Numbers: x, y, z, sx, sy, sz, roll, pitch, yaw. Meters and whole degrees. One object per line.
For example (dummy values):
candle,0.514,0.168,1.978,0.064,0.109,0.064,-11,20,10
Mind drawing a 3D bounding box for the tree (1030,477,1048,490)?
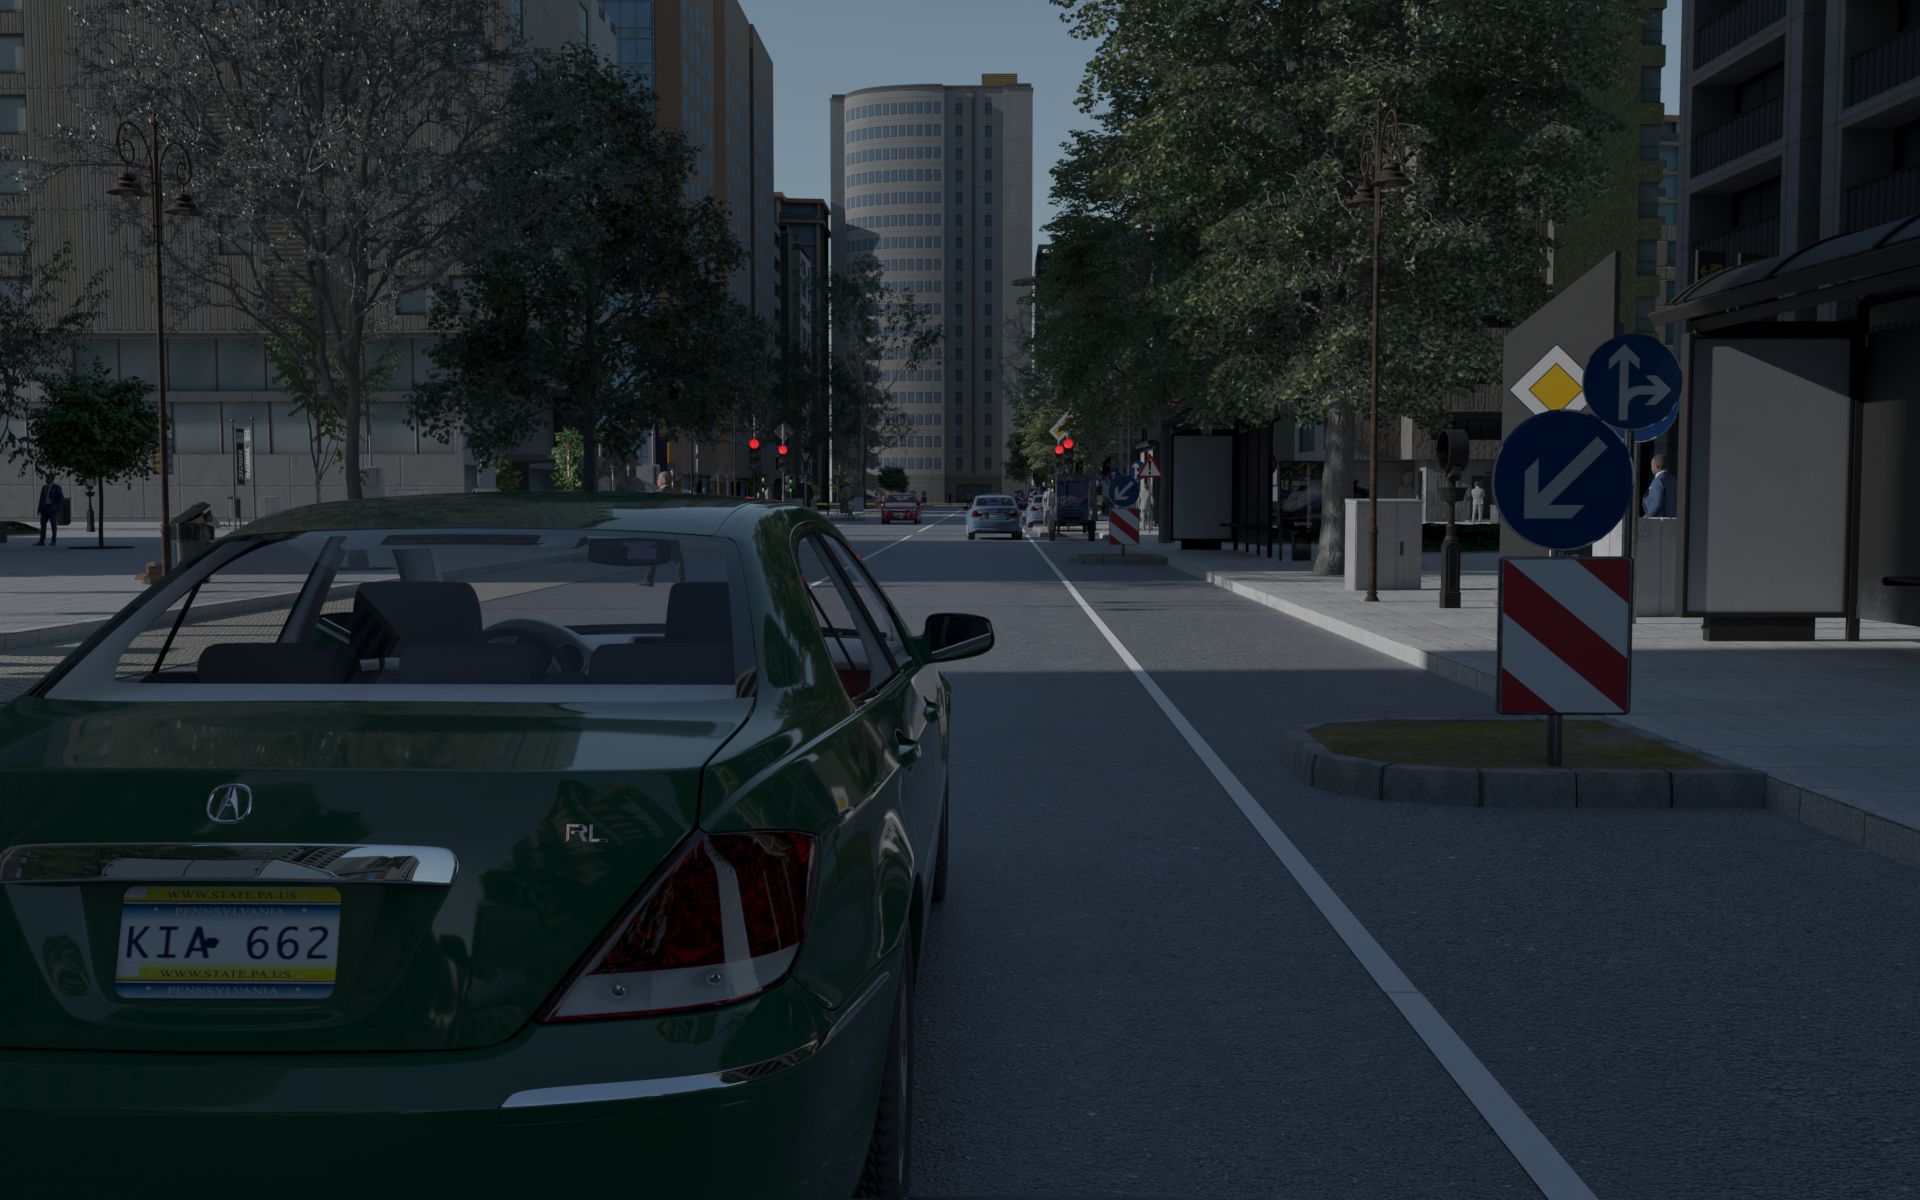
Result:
tree,8.438,-12.028,191.251,1.663,3.219,1.824,0,3,0

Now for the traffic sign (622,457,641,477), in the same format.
traffic sign,-10.929,-3.495,57.253,0.768,2.556,0.104,0,4,4

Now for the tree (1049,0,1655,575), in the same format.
tree,5.993,-7.383,27.373,9.857,13.997,8.962,0,3,0

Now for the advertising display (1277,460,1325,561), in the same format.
advertising display,6.576,-1.719,33.311,0.974,1.923,0.123,-1,4,-12

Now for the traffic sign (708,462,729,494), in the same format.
traffic sign,-9.881,-4.335,70.881,0.884,2.594,0.081,0,4,7

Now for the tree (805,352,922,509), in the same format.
tree,-8.393,-14.607,149.193,12.009,13.543,11.850,0,3,0

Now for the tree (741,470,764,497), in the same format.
tree,-14.762,-7.968,124.880,1.663,3.219,1.824,0,3,0

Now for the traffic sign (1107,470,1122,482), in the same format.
traffic sign,8.161,-5.583,91.393,0.768,2.556,0.104,0,4,4

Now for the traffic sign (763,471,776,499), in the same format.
traffic sign,-10.599,-5.862,95.954,0.768,2.556,0.104,0,4,7

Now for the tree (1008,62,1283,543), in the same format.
tree,5.035,-7.762,45.029,7.486,12.596,7.792,0,3,0

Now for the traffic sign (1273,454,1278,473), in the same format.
traffic sign,9.003,-3.128,51.257,0.768,2.556,0.104,1,4,9

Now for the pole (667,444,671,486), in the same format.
pole,-11.536,-4.567,68.512,0.158,3.312,0.155,0,3,0

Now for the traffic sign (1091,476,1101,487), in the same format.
traffic sign,9.292,-7.252,118.679,0.768,2.556,0.104,0,4,2

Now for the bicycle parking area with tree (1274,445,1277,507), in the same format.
bicycle parking area with tree,19.702,-6.781,97.877,9.016,4.147,8.231,-2,4,-24

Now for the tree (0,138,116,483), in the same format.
tree,-20.085,-5.222,35.739,4.360,8.622,3.978,0,3,0

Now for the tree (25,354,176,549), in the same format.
tree,-20.287,-3.491,40.799,4.285,4.588,4.351,0,3,0

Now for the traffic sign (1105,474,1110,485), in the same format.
traffic sign,9.127,-6.380,104.425,0.768,2.556,0.104,1,4,9

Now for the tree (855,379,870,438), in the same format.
tree,-9.114,-10.144,100.262,8.767,10.594,7.601,0,4,8

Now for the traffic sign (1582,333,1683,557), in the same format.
traffic sign,5.346,-0.841,13.858,0.768,2.556,0.104,0,4,8

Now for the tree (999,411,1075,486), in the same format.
tree,9.637,-18.067,212.409,9.611,12.733,9.660,0,3,0

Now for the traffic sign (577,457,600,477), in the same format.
traffic sign,-12.104,-3.448,56.476,0.768,2.556,0.104,0,4,7

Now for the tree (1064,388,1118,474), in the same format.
tree,8.146,-9.999,113.842,4.737,8.622,4.395,0,3,0

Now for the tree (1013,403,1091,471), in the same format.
tree,8.379,-13.463,154.534,8.767,10.594,7.601,2,4,24

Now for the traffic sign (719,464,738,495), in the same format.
traffic sign,-10.016,-4.575,74.810,0.884,2.594,0.081,0,4,4

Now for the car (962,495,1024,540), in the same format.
car,1.083,-2.664,55.557,2.014,1.417,4.499,0,4,-1

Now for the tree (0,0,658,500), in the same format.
tree,-10.308,-7.245,28.820,12.009,13.543,11.850,0,3,0

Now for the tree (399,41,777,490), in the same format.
tree,-9.422,-7.786,44.308,9.611,12.733,9.660,0,3,0

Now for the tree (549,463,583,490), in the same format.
tree,-17.594,-5.156,78.896,1.663,3.219,1.824,0,3,0

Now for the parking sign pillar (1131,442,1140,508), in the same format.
parking sign pillar,9.114,-6.194,89.747,1.447,3.967,1.447,-1,4,-15

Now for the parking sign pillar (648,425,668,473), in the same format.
parking sign pillar,-10.317,-4.318,59.063,1.447,3.967,1.447,-1,4,-20

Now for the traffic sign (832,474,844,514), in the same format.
traffic sign,-7.847,-6.788,111.084,0.768,2.556,0.104,0,4,8

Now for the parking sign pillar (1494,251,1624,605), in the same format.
parking sign pillar,6.909,-1.919,19.840,1.447,3.967,1.447,3,5,43

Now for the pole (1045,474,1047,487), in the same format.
pole,6.580,-8.484,132.556,0.158,3.312,0.155,0,3,0

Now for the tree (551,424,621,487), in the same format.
tree,-15.518,-5.450,72.824,4.285,4.588,4.351,0,3,0

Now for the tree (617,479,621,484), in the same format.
tree,-22.061,-7.462,116.598,1.663,3.219,1.824,0,3,0

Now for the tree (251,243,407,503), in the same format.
tree,-18.902,-6.177,51.352,4.737,8.622,4.395,0,3,0

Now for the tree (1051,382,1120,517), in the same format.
tree,7.341,-9.089,98.971,4.360,8.622,3.978,0,3,0

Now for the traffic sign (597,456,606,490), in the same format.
traffic sign,-12.206,-3.564,58.385,0.768,2.556,0.104,1,4,9

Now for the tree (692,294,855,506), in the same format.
tree,-9.567,-8.954,80.809,7.601,10.594,8.767,0,4,7

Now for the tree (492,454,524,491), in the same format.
tree,-19.999,-4.990,76.182,1.663,3.219,1.824,0,3,0

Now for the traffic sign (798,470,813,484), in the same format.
traffic sign,-8.504,-5.836,95.147,0.795,2.593,0.064,0,4,3

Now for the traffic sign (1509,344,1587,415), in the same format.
traffic sign,5.243,-0.948,15.230,0.795,2.593,0.064,1,4,11

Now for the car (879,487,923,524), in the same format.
car,-2.819,-4.568,83.729,2.155,1.783,4.494,0,4,1

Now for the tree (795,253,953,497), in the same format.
tree,-6.747,-17.033,134.371,12.611,20.169,13.585,0,3,0

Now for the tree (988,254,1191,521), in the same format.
tree,6.390,-10.546,82.800,12.009,13.543,11.850,0,3,0

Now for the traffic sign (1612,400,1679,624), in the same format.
traffic sign,6.644,-1.036,17.051,0.768,2.556,0.104,1,4,11

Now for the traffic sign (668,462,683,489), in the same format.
traffic sign,-11.296,-4.163,68.172,0.768,2.556,0.104,0,4,2

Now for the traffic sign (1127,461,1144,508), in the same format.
traffic sign,6.746,-4.021,65.850,0.768,2.556,0.104,0,4,7

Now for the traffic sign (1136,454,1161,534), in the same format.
traffic sign,6.102,-3.407,55.711,0.884,2.594,0.081,0,4,4

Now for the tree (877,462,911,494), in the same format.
tree,-6.890,-11.611,173.551,4.285,4.588,4.351,0,3,0

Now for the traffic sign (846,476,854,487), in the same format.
traffic sign,-7.817,-7.460,122.070,0.768,2.556,0.104,1,4,11

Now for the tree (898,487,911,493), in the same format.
tree,-6.579,-12.779,203.545,1.663,3.219,1.824,0,3,0

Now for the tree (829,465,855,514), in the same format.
tree,-7.975,-7.355,114.848,1.663,3.219,1.824,0,3,0

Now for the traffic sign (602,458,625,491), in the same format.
traffic sign,-11.180,-3.412,55.894,0.768,2.556,0.104,0,4,4
